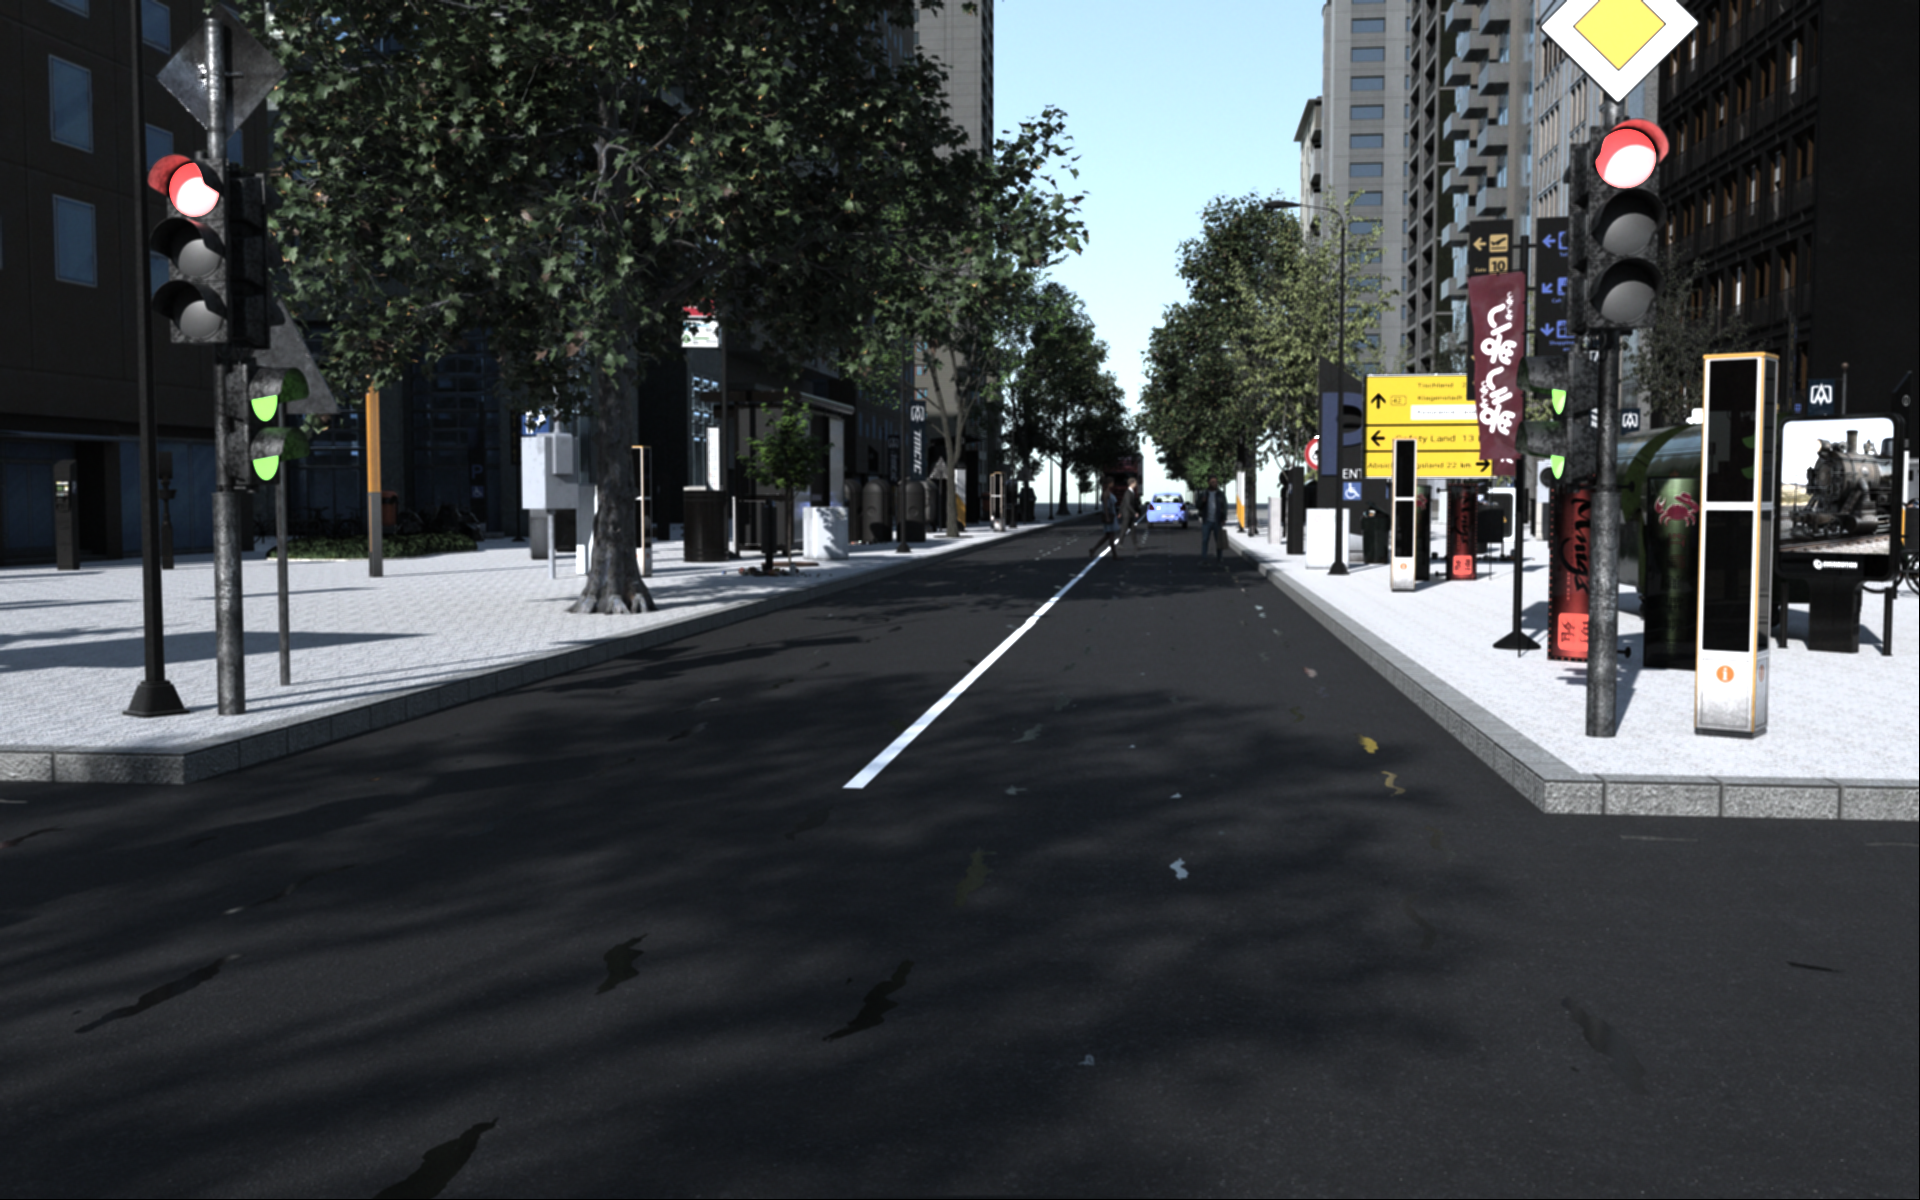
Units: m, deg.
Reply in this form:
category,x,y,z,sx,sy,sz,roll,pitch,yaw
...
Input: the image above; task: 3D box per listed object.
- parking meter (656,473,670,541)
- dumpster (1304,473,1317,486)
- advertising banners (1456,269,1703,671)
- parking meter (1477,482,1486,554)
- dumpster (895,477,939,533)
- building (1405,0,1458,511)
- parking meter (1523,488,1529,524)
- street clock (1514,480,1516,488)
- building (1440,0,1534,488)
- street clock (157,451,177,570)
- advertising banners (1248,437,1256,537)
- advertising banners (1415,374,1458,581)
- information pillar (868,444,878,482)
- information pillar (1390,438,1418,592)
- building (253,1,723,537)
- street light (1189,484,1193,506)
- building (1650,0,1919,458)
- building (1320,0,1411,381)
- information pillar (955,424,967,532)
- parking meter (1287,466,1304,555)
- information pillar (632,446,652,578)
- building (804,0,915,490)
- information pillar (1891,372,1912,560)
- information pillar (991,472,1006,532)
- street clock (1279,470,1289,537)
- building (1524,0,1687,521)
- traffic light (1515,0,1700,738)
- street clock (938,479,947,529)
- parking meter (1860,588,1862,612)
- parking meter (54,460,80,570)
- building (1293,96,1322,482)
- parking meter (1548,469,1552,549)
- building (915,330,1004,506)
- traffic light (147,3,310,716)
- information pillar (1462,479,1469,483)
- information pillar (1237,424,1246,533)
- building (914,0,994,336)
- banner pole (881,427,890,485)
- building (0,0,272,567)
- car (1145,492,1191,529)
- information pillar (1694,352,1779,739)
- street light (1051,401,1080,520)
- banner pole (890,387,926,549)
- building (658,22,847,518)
category,x,y,z,sx,sy,sz,roll,pitch,yaw
parking meter,-8.215,-2.581,47.908,0.255,1.863,0.399,-2,4,-29
dumpster,17.085,-4.915,82.855,1.502,2.255,1.985,0,4,7
advertising banners,4.743,-1.036,13.132,0.090,3.025,2.074,-3,5,-42
parking meter,11.052,-1.754,37.095,0.372,1.533,0.369,0,3,0
dumpster,-1.447,-3.175,57.672,1.264,1.857,1.865,0,4,7
building,43.237,-42.284,129.600,20.563,71.187,20.611,0,4,7
parking meter,24.390,-4.067,74.909,0.372,1.533,0.369,0,3,0
street clock,26.198,-4.751,82.249,0.471,2.002,0.358,1,4,19
building,41.779,-29.652,104.422,23.786,49.044,30.456,0,4,7
street clock,-13.493,-1.521,29.444,0.358,2.002,0.471,-2,4,-24
advertising banners,8.911,-3.456,52.696,0.090,3.025,2.074,1,4,15
advertising banners,7.419,-1.802,25.649,2.074,3.025,0.090,-1,4,-14
information pillar,-4.081,-5.498,81.247,0.504,3.616,0.183,0,4,-7
information pillar,5.825,-1.116,22.738,0.304,2.012,0.304,1,4,11
building,-21.985,-46.061,65.762,22.319,86.520,31.000,0,4,7
street light,14.659,-8.047,104.103,1.470,5.913,1.316,0,4,7
building,30.015,-13.678,53.311,12.332,23.373,15.834,0,4,7
building,51.587,-40.036,196.587,21.231,58.520,28.212,0,4,7
information pillar,0.014,-4.079,58.047,0.183,3.616,0.504,3,5,40
parking meter,7.123,-1.900,36.772,0.255,1.863,0.399,-1,4,-10
information pillar,-4.930,-1.350,26.569,0.304,2.012,0.304,1,4,15
building,-11.443,-29.719,136.009,14.600,45.320,14.200,0,4,7
information pillar,18.000,-2.558,33.183,0.504,3.616,0.183,-2,4,-28
information pillar,1.343,-3.308,58.578,0.304,2.012,0.304,2,4,31
street clock,9.691,-2.855,51.243,0.471,2.002,0.358,-1,4,-22
building,31.706,-15.499,71.430,12.078,24.808,19.932,0,4,7
traffic light,3.381,-1.233,9.079,0.839,4.253,0.868,0,4,7
street clock,-0.584,-3.620,63.756,0.358,2.002,0.471,2,4,34
parking meter,9.616,-0.802,18.826,0.399,1.863,0.255,-2,4,-29
parking meter,-15.082,-1.439,29.246,0.255,1.863,0.399,0,4,-8
building,58.455,-38.849,224.421,28.713,52.752,27.495,0,4,7
parking meter,14.030,-2.135,40.611,0.399,1.863,0.255,-2,4,-29
building,-10.061,-21.669,199.327,27.650,21.520,28.899,0,4,7
traffic light,-4.228,-1.288,9.972,0.839,4.253,0.868,0,4,7
information pillar,23.864,-4.729,81.813,0.304,2.012,0.304,2,4,24
information pillar,9.387,-4.067,57.852,0.183,3.616,0.504,-1,4,-14
building,-4.127,-47.935,221.987,20.563,71.187,20.611,0,4,7
banner pole,-2.618,-4.546,64.338,0.863,3.779,0.401,0,4,4
building,-23.252,-23.351,31.901,14.600,45.320,14.200,0,4,7
car,8.782,-3.896,73.289,1.945,1.707,3.694,0,4,7
information pillar,4.118,-0.287,9.191,0.304,2.012,0.304,3,4,38
street light,5.098,-6.968,86.474,1.470,5.913,1.316,0,4,7
banner pole,-1.118,-3.095,40.620,0.863,3.779,0.401,-3,4,-37
building,-22.319,-31.293,100.873,28.713,52.752,27.495,0,4,7
